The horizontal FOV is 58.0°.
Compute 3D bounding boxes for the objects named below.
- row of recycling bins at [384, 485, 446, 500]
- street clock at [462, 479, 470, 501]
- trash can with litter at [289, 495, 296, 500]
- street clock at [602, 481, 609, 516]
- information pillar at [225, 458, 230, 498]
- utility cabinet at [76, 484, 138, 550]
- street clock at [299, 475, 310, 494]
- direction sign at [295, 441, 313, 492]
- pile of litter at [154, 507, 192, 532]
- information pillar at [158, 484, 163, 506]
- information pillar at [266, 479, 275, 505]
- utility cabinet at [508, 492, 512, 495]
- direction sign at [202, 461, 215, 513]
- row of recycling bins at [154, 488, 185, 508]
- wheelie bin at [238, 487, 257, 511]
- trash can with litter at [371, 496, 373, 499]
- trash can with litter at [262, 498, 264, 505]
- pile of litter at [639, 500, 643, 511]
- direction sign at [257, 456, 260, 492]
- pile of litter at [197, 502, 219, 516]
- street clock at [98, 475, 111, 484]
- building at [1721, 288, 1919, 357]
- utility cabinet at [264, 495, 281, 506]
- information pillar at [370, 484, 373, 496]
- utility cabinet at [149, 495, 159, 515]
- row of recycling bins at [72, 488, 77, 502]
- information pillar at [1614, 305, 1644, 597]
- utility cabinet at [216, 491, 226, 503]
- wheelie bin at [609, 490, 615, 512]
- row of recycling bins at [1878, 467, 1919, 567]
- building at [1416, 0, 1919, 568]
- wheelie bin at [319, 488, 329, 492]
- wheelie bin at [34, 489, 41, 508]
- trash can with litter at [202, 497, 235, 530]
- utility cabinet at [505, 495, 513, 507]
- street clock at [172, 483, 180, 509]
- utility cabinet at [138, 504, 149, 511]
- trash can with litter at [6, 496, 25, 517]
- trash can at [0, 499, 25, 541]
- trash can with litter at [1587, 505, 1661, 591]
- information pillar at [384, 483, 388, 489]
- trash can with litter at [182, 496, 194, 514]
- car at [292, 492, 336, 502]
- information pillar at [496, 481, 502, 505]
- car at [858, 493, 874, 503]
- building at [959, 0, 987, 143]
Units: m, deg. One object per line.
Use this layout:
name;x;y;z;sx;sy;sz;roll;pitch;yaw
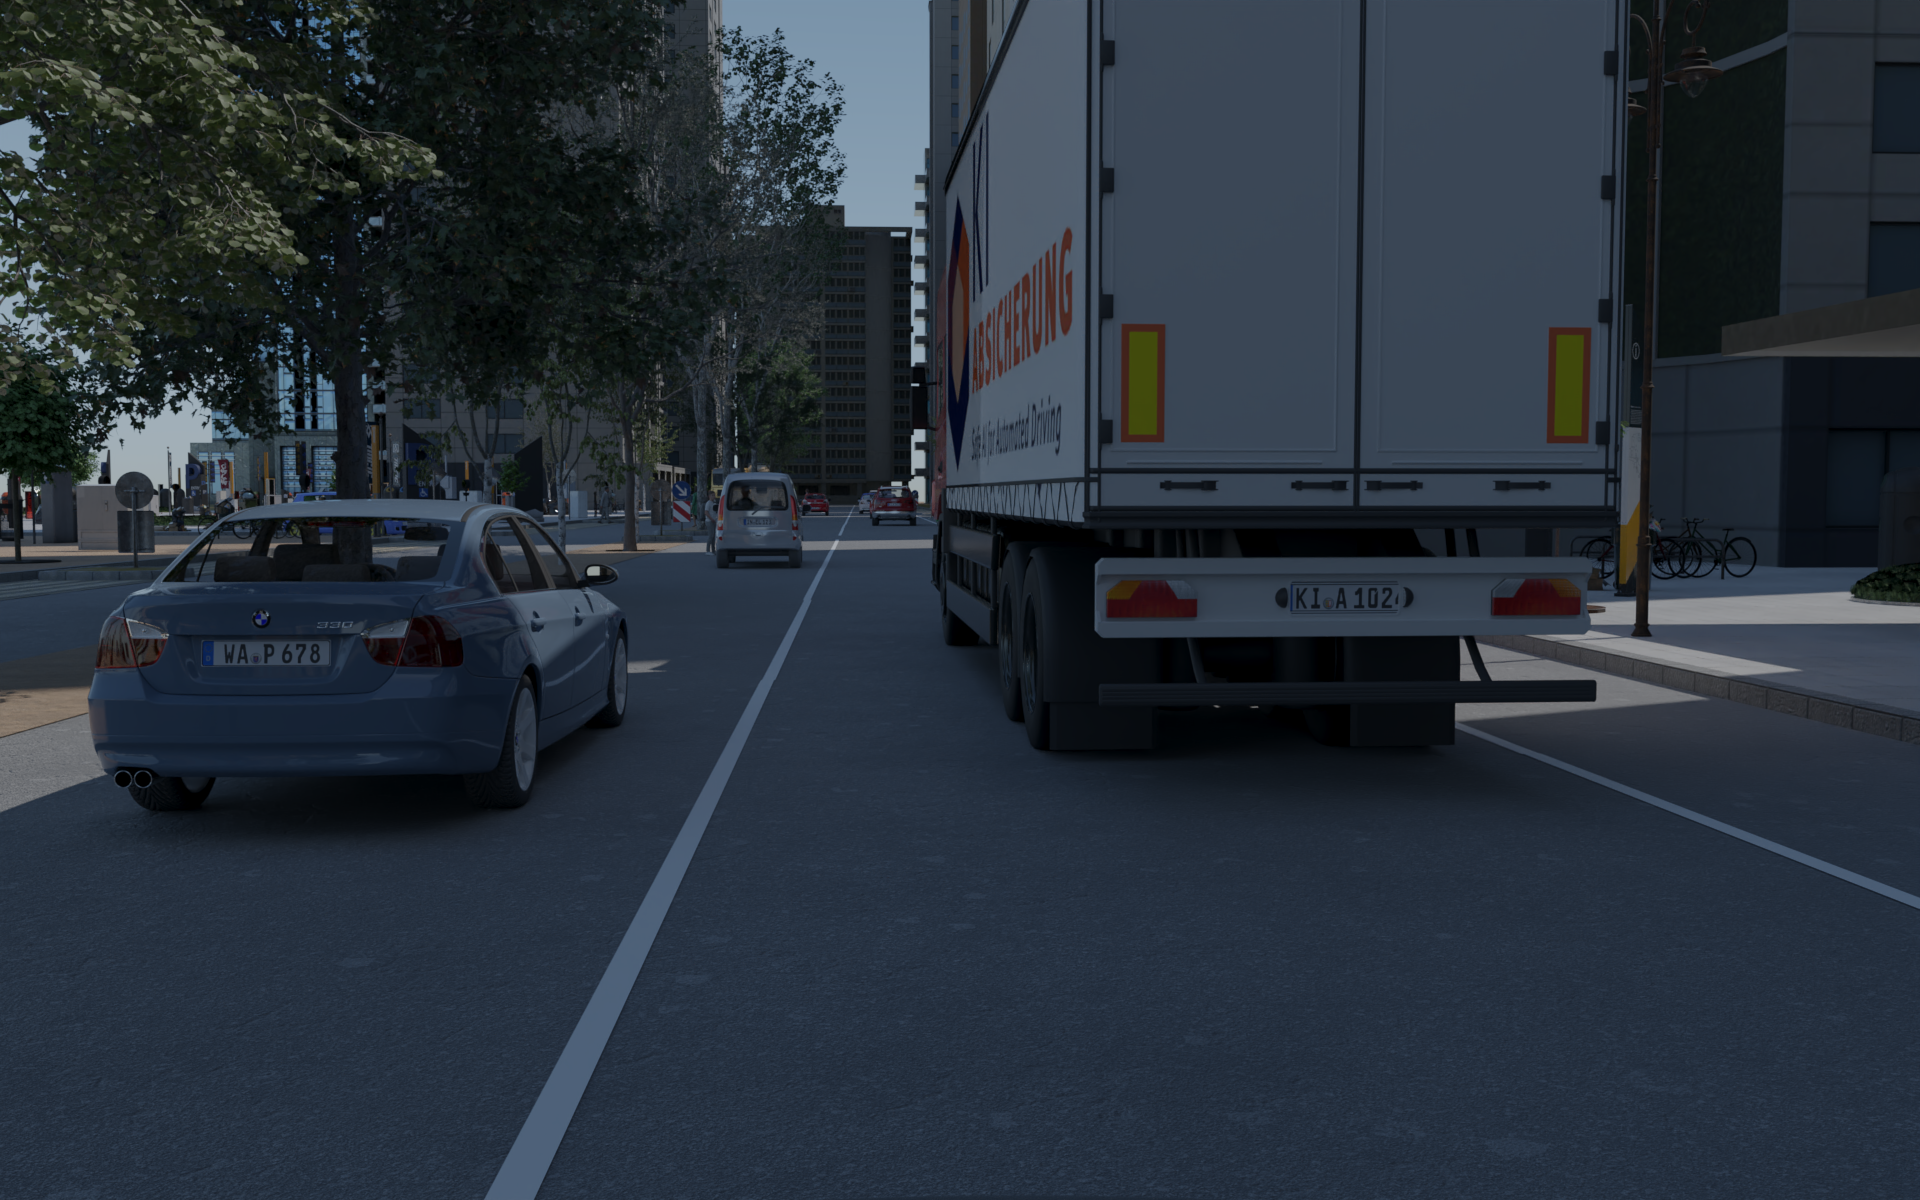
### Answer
row of recycling bins;-24.007;-4.230;76.280;3.534;1.692;1.069;2;4;30
street clock;-24.269;-4.927;85.130;0.358;2.002;0.471;-3;5;-44
trash can with litter;-38.654;-5.415;99.593;2.233;1.210;1.678;0;4;-4
street clock;-20.359;-5.786;99.166;0.358;2.002;0.471;2;4;32
information pillar;-47.593;-7.427;112.794;0.504;3.616;0.183;1;4;14
utility cabinet;-19.254;-1.857;39.036;1.173;1.500;0.318;0;4;3
street clock;-24.310;-3.653;64.290;0.358;2.002;0.471;0;4;6
direction sign;-28.106;-5.010;73.903;0.379;3.537;0.876;0;4;7
pile of litter;-27.079;-2.785;59.492;1.176;0.858;1.719;-2;4;-32
information pillar;-58.146;-7.433;126.020;0.304;2.012;0.304;-3;5;-43
information pillar;-32.920;-4.784;82.718;0.304;2.012;0.304;-3;5;-44
utility cabinet;-32.727;-7.197;126.349;0.318;1.500;1.173;-1;4;-18
direction sign;-51.405;-7.740;118.542;0.379;3.537;0.876;3;5;41
row of recycling bins;-55.762;-7.069;122.693;3.534;1.692;1.069;-3;5;-40
wheelie bin;-32.712;-4.381;79.531;0.980;1.594;0.693;3;5;39
trash can with litter;-40.608;-6.555;118.557;0.624;1.170;1.055;2;4;28
trash can with litter;-51.877;-7.195;129.018;1.055;1.170;0.624;1;4;10
pile of litter;-24.371;-7.111;130.226;1.176;0.858;1.719;-1;4;-13
direction sign;-42.252;-6.874;104.386;0.379;3.537;0.876;-1;4;-14
pile of litter;-31.688;-3.611;73.004;1.719;0.858;1.176;2;4;33
street clock;-33.293;-3.844;67.426;0.358;2.002;0.471;1;4;9
building;19.350;-21.299;2.863;22.147;44.769;28.867;0;4;-3
utility cabinet;-37.402;-5.096;94.485;0.306;1.237;1.020;3;5;40
information pillar;-43.004;-7.481;126.803;0.304;2.012;0.304;0;4;-6
utility cabinet;-46.411;-5.406;99.542;0.306;1.237;1.020;0;4;-1
row of recycling bins;-54.085;-6.161;107.840;3.534;1.692;1.069;0;4;1
information pillar;8.429;-1.855;21.685;0.183;3.616;0.504;3;5;45
utility cabinet;-50.311;-6.682;117.930;0.318;1.500;1.173;0;4;-6
wheelie bin;-25.058;-7.077;123.612;0.980;1.594;0.693;0;4;7
row of recycling bins;15.305;-1.221;27.083;1.069;1.692;3.534;3;5;43
building;15.430;-36.698;38.260;20.563;71.187;20.611;0;4;-3
wheelie bin;-32.733;-4.961;89.023;0.693;1.594;0.980;-3;4;-37
wheelie bin;-61.208;-6.553;115.056;0.693;1.594;0.980;2;4;27
trash can with litter;-25.474;-2.941;59.478;1.055;1.170;0.624;0;4;1
utility cabinet;-24.117;-5.046;93.660;0.306;1.237;1.020;2;4;32
street clock;-53.432;-6.939;118.016;0.471;2.002;0.358;-3;5;-45
utility cabinet;-40.036;-4.634;84.438;1.173;1.500;0.318;2;4;32
trash can with litter;-52.095;-5.164;95.497;1.678;1.210;2.233;0;4;-7
trash can;-25.782;-2.164;47.027;0.748;1.137;0.748;0;3;0
trash can with litter;8.697;-0.709;22.987;1.055;1.170;0.624;1;4;10
information pillar;-38.095;-6.755;114.941;0.304;2.012;0.304;-1;4;-9
trash can with litter;-37.180;-4.481;84.315;2.233;1.210;1.678;-1;4;-17
car;-19.348;-2.753;54.607;3.694;1.707;1.945;0;4;-3
information pillar;-24.725;-5.410;92.948;0.304;2.012;0.304;-1;4;-13
car;-7.721;-8.435;147.503;1.945;1.707;3.694;0;4;-3
building;7.201;-29.298;129.128;14.600;45.320;14.200;0;4;-3
